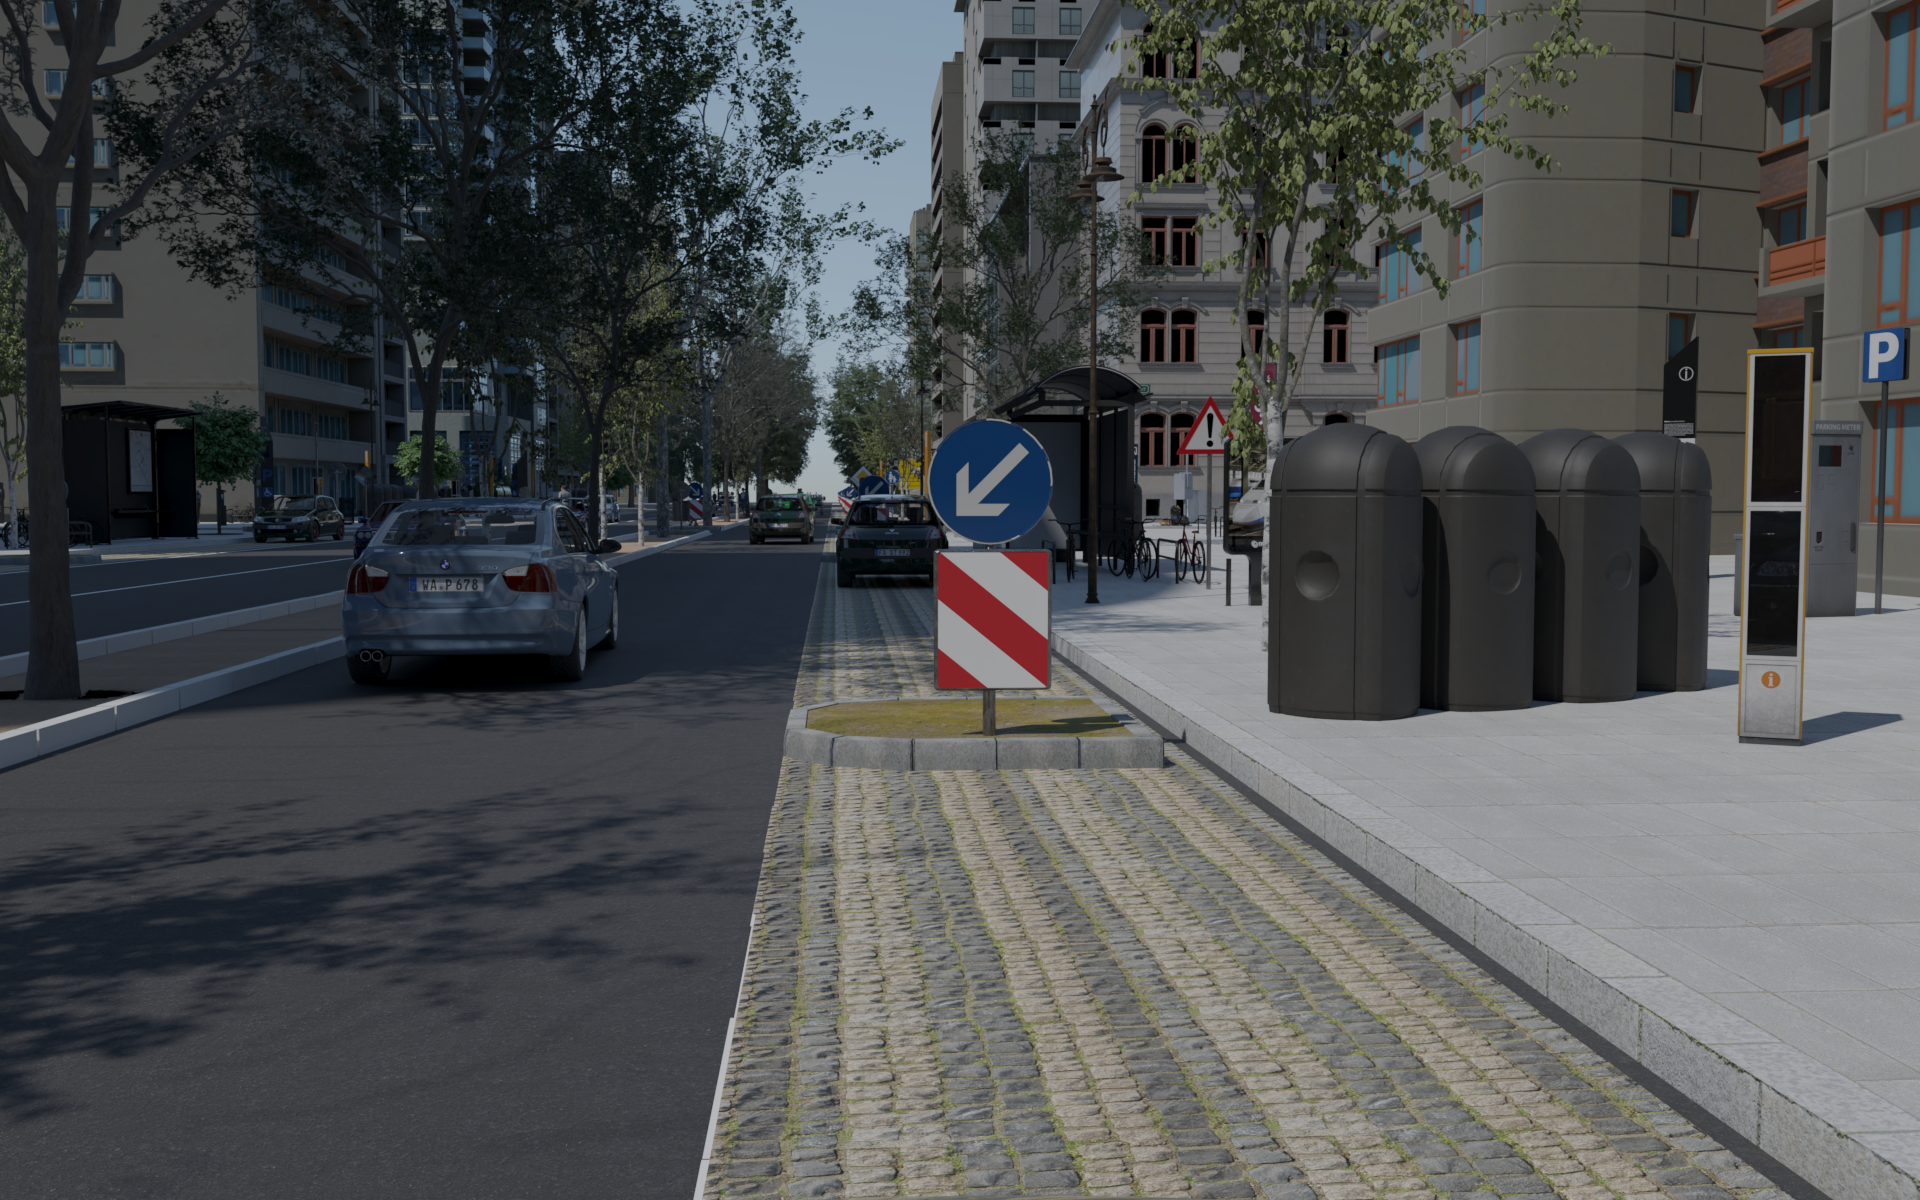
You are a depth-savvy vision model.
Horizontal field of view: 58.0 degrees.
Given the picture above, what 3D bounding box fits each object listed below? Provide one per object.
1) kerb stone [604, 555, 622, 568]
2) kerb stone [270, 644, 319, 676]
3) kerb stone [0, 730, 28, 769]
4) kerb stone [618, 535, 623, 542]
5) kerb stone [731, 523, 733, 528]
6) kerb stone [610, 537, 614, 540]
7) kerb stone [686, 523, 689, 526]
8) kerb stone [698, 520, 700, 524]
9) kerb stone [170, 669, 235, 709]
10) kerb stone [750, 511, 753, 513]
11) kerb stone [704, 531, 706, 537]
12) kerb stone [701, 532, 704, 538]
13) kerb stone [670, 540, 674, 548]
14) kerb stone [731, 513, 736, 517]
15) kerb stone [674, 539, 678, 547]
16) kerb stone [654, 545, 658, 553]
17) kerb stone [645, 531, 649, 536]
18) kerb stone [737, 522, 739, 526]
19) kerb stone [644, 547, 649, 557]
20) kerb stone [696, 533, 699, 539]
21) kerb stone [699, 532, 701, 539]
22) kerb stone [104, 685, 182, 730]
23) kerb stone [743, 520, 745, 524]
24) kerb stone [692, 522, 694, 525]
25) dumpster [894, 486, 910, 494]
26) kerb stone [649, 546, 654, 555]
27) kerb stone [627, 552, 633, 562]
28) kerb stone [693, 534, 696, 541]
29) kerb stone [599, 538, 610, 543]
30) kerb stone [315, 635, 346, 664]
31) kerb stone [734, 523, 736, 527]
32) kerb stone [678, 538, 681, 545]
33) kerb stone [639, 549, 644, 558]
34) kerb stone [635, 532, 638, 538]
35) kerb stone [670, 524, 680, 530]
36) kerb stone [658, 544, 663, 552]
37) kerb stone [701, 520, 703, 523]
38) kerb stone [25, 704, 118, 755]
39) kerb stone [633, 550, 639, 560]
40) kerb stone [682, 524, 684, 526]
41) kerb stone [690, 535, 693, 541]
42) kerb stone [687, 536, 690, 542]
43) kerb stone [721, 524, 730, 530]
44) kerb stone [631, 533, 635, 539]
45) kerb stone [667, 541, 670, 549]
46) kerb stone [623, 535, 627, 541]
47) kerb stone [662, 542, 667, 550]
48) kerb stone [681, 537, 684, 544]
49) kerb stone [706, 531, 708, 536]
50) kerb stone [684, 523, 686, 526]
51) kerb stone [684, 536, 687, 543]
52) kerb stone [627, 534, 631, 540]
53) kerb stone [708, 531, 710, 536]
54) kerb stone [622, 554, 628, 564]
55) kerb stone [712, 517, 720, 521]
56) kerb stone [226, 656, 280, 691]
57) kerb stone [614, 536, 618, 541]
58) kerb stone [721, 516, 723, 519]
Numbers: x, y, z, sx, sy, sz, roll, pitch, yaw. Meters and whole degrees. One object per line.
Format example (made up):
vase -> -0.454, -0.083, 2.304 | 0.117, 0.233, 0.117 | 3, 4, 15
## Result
kerb stone -> -6.920, -0.754, 34.519 | 0.120, 0.150, 1.000 | 0, 4, -4
kerb stone -> -5.442, 0.497, 14.069 | 0.120, 0.150, 1.000 | 0, 4, -4
kerb stone -> -5.060, 0.812, 8.948 | 0.120, 0.150, 1.000 | 0, 4, -4
kerb stone -> -10.262, -1.805, 51.709 | 0.120, 0.150, 1.000 | 0, 4, -4
kerb stone -> -9.615, -3.035, 71.815 | 0.120, 0.150, 1.000 | 0, 4, -4
kerb stone -> -10.115, -1.676, 49.660 | 0.120, 0.150, 1.000 | 0, 4, -4
kerb stone -> -11.933, -3.211, 74.775 | 0.120, 0.150, 1.000 | 0, 4, -4
kerb stone -> -12.376, -3.587, 80.908 | 0.120, 0.150, 1.000 | 0, 4, -4
kerb stone -> -5.284, 0.622, 12.018 | 0.120, 0.150, 1.000 | 0, 4, -4
kerb stone -> -16.675, -7.216, 140.179 | 0.120, 0.150, 1.000 | 0, 4, -4
kerb stone -> -8.539, -2.128, 56.981 | 0.120, 0.150, 1.000 | 0, 4, -4
kerb stone -> -8.468, -2.061, 55.961 | 0.120, 0.150, 1.000 | 0, 4, -4
kerb stone -> -7.729, -1.441, 45.757 | 0.120, 0.150, 1.000 | 0, 4, -4
kerb stone -> -14.668, -5.526, 112.576 | 0.120, 0.150, 1.000 | 0, 4, -4
kerb stone -> -7.804, -1.503, 46.777 | 0.120, 0.150, 1.000 | 0, 4, -4
kerb stone -> -7.429, -1.190, 41.660 | 0.120, 0.150, 1.000 | 0, 4, -4
kerb stone -> -10.770, -2.243, 58.869 | 0.120, 0.150, 1.000 | 0, 4, -4
kerb stone -> -9.906, -3.283, 75.904 | 0.120, 0.150, 1.000 | 0, 4, -4
kerb stone -> -7.288, -1.066, 39.620 | 0.120, 0.150, 1.000 | 0, 4, -4
kerb stone -> -8.314, -1.940, 53.922 | 0.120, 0.150, 1.000 | 0, 4, -4
kerb stone -> -8.398, -1.995, 54.941 | 0.120, 0.150, 1.000 | 0, 4, -4
kerb stone -> -5.209, 0.685, 10.995 | 0.120, 0.150, 1.000 | 0, 4, -4
kerb stone -> -10.278, -3.593, 81.016 | 0.120, 0.150, 1.000 | 0, 4, -4
kerb stone -> -12.153, -3.403, 77.846 | 0.120, 0.150, 1.000 | 0, 4, -4
dumpster -> -3.239, -6.255, 104.760 | 1.502, 2.255, 1.985 | 0, 4, -4
kerb stone -> -7.356, -1.128, 40.640 | 0.120, 0.150, 1.000 | 0, 4, -4
kerb stone -> -7.067, -0.879, 36.560 | 0.120, 0.150, 1.000 | 0, 4, -4
kerb stone -> -8.243, -1.878, 52.902 | 0.120, 0.150, 1.000 | 0, 4, -4
kerb stone -> -10.036, -1.617, 48.634 | 0.120, 0.150, 1.000 | 0, 4, -4
kerb stone -> -5.508, 0.438, 15.095 | 0.120, 0.150, 1.000 | 0, 4, -4
kerb stone -> -9.763, -3.160, 73.853 | 0.120, 0.150, 1.000 | 0, 4, -4
kerb stone -> -7.873, -1.565, 47.801 | 0.120, 0.150, 1.000 | 0, 4, -4
kerb stone -> -7.207, -1.003, 38.601 | 0.120, 0.150, 1.000 | 0, 4, -4
kerb stone -> -10.561, -2.052, 55.798 | 0.120, 0.150, 1.000 | 0, 4, -4
kerb stone -> -11.638, -2.966, 70.683 | 0.120, 0.150, 1.000 | 0, 4, -4
kerb stone -> -7.501, -1.251, 42.686 | 0.120, 0.150, 1.000 | 0, 4, -4
kerb stone -> -12.676, -3.837, 84.995 | 0.120, 0.150, 1.000 | 0, 4, -4
kerb stone -> -5.136, 0.750, 9.976 | 0.120, 0.150, 1.000 | 0, 4, -4
kerb stone -> -7.139, -0.940, 37.580 | 0.120, 0.150, 1.000 | 0, 4, -4
kerb stone -> -11.789, -3.088, 72.728 | 0.120, 0.150, 1.000 | 0, 4, -4
kerb stone -> -8.173, -1.816, 51.880 | 0.120, 0.150, 1.000 | 0, 4, -4
kerb stone -> -8.101, -1.752, 50.861 | 0.120, 0.150, 1.000 | 0, 4, -4
kerb stone -> -9.470, -2.903, 69.776 | 0.120, 0.150, 1.000 | 0, 4, -4
kerb stone -> -10.486, -1.993, 54.775 | 0.120, 0.150, 1.000 | 0, 4, -4
kerb stone -> -7.655, -1.378, 44.729 | 0.120, 0.150, 1.000 | 0, 4, -4
kerb stone -> -10.339, -1.867, 52.729 | 0.120, 0.150, 1.000 | 0, 4, -4
kerb stone -> -7.578, -1.316, 43.705 | 0.120, 0.150, 1.000 | 0, 4, -4
kerb stone -> -7.953, -1.629, 48.821 | 0.120, 0.150, 1.000 | 0, 4, -4
kerb stone -> -8.622, -2.190, 58.000 | 0.120, 0.150, 1.000 | 0, 4, -4
kerb stone -> -11.859, -3.147, 73.755 | 0.120, 0.150, 1.000 | 0, 4, -4
kerb stone -> -8.031, -1.691, 49.841 | 0.120, 0.150, 1.000 | 0, 4, -4
kerb stone -> -10.415, -1.930, 53.750 | 0.120, 0.150, 1.000 | 0, 4, -4
kerb stone -> -8.687, -2.252, 59.020 | 0.120, 0.150, 1.000 | 0, 4, -4
kerb stone -> -6.984, -0.816, 35.540 | 0.120, 0.150, 1.000 | 0, 4, -4
kerb stone -> -13.414, -4.466, 95.207 | 0.120, 0.150, 1.000 | 0, 4, -4
kerb stone -> -5.360, 0.561, 13.037 | 0.120, 0.150, 1.000 | 0, 4, -4
kerb stone -> -10.191, -1.740, 50.680 | 0.120, 0.150, 1.000 | 0, 4, -4
kerb stone -> -13.567, -4.590, 97.255 | 0.120, 0.150, 1.000 | 0, 4, -4
